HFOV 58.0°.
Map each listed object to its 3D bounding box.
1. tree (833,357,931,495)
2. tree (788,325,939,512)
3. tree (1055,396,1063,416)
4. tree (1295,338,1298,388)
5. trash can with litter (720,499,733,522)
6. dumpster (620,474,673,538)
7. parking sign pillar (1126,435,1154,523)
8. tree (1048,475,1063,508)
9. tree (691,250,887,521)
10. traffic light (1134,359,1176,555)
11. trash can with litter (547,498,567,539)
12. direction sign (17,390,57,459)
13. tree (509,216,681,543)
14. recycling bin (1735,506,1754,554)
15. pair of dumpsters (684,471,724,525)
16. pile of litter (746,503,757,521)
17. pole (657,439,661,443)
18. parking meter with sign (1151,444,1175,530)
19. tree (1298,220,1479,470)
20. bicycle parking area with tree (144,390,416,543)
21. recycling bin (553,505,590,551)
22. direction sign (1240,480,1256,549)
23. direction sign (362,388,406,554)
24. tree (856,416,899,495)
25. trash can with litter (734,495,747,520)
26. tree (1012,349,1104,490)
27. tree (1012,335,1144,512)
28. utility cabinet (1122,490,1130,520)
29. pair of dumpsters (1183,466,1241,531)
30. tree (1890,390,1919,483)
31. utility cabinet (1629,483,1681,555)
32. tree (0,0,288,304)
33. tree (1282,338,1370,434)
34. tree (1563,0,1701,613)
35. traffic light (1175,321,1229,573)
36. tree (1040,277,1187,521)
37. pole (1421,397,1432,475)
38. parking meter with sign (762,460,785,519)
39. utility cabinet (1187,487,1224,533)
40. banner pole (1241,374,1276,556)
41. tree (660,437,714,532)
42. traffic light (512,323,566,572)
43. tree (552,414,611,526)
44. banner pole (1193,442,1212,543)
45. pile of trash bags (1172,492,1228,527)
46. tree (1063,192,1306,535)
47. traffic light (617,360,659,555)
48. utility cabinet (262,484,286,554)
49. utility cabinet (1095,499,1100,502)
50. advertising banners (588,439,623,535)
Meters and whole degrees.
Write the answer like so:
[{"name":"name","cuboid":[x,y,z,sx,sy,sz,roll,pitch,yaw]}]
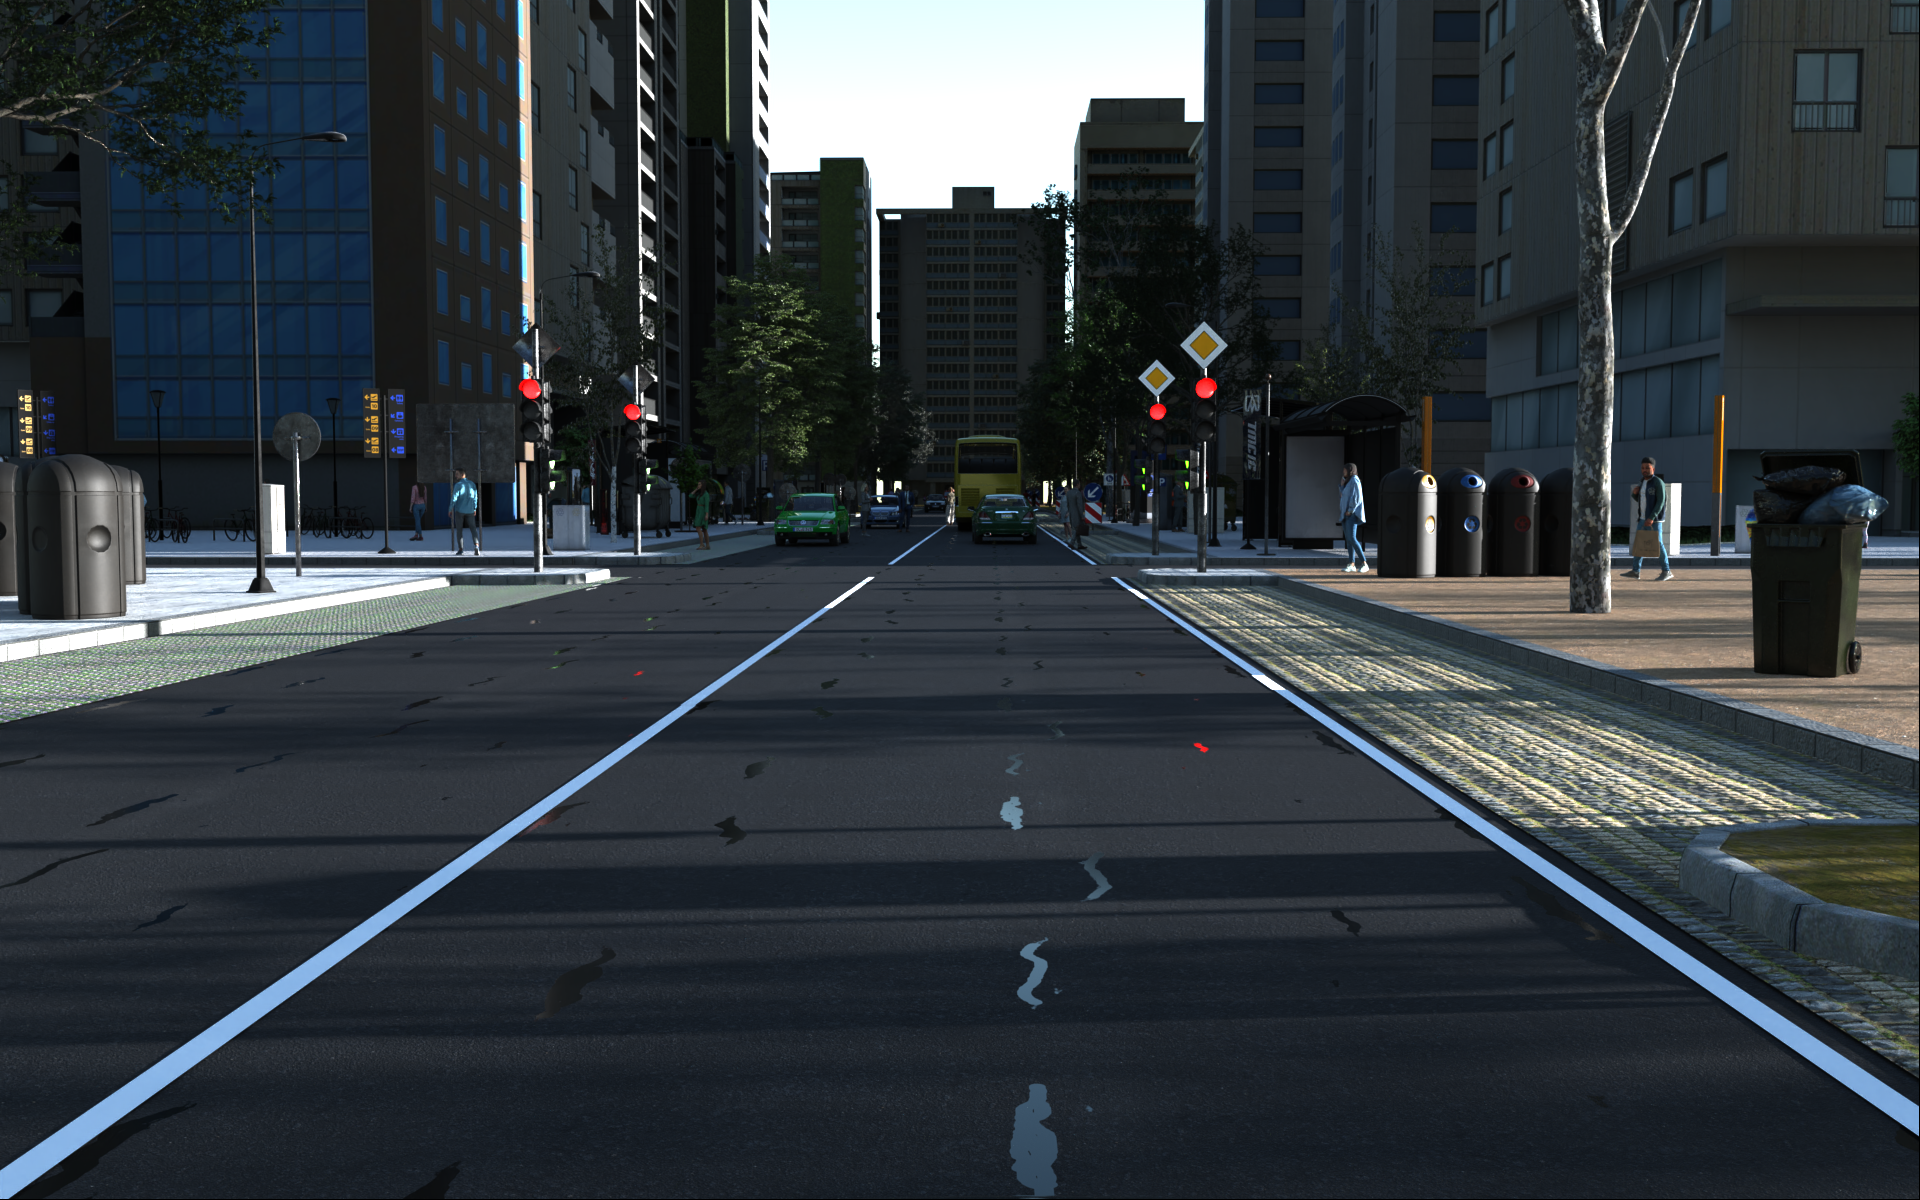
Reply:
[{"name":"tree","cuboid":[-7.766,-15.434,159.006,9.857,13.997,8.962,0,3,0]},{"name":"tree","cuboid":[-7.500,-13.036,123.505,12.009,13.543,11.850,0,3,0]},{"name":"tree","cuboid":[7.441,-8.265,69.553,7.601,10.594,8.767,-1,4,-9]},{"name":"tree","cuboid":[15.497,-7.332,70.239,4.360,8.622,3.978,0,3,0]},{"name":"trash can with litter","cuboid":[-10.775,-4.187,79.840,0.624,1.170,1.055,-1,4,-11]},{"name":"dumpster","cuboid":[-9.228,-2.762,50.923,1.264,1.857,1.865,0,4,1]},{"name":"parking sign pillar","cuboid":[8.069,-5.387,76.557,1.447,3.967,1.447,-2,4,-29]},{"name":"tree","cuboid":[9.301,-10.296,162.935,1.663,3.219,1.824,0,3,0]},{"name":"tree","cuboid":[-8.506,-9.963,81.022,7.486,12.596,7.792,0,3,0]},{"name":"traffic light","cuboid":[4.078,-2.892,36.213,0.839,4.253,0.868,0,4,1]},{"name":"trash can with litter","cuboid":[-11.719,-2.376,50.238,0.624,1.170,1.055,0,4,7]},{"name":"direction sign","cuboid":[-20.191,-2.811,37.954,0.379,3.537,0.876,2,4,27]},{"name":"tree","cuboid":[-9.372,-5.834,45.747,4.360,8.622,3.978,0,3,0]},{"name":"recycling bin","cuboid":[17.229,-1.530,37.565,0.722,1.027,0.722,2,4,27]},{"name":"pair of dumpsters","cuboid":[-10.903,-4.266,72.245,1.574,2.255,4.437,0,4,1]},{"name":"pile of litter","cuboid":[-9.730,-4.259,83.600,1.176,0.858,1.719,0,4,-8]},{"name":"pole","cuboid":[-11.081,-4.285,63.902,0.158,3.312,0.155,0,3,0]},{"name":"parking meter with sign","cuboid":[7.282,-3.995,61.582,0.543,3.016,1.738,1,4,21]},{"name":"tree","cuboid":[11.842,-5.840,45.840,4.360,8.622,3.978,0,3,0]},{"name":"bicycle parking area with tree","cuboid":[-20.515,-3.853,49.992,8.231,4.147,9.016,-2,4,-35]},{"name":"recycling bin","cuboid":[-8.894,-1.657,39.651,0.722,1.027,0.722,0,4,-1]},{"name":"direction sign","cuboid":[6.706,-2.947,40.178,0.379,3.537,0.876,0,4,3]},{"name":"direction sign","cuboid":[-12.380,-2.771,37.305,0.876,3.537,0.379,-2,4,-33]},{"name":"tree","cuboid":[-7.604,-12.196,149.762,4.360,8.622,3.978,0,3,0]},{"name":"trash can with litter","cuboid":[-10.576,-4.584,86.011,2.233,1.210,1.678,0,4,-4]},{"name":"tree","cuboid":[9.124,-14.621,145.703,9.857,13.997,8.962,0,3,0]},{"name":"tree","cuboid":[8.646,-12.699,124.642,9.611,12.733,9.660,0,3,0]},{"name":"utility cabinet","cuboid":[7.897,-4.612,84.084,0.318,1.500,1.173,-1,4,-17]},{"name":"pair of dumpsters","cuboid":[8.950,-3.621,61.694,1.574,2.255,4.437,0,4,1]},{"name":"tree","cuboid":[26.221,-3.792,45.714,4.285,4.588,4.351,0,3,0]},{"name":"utility cabinet","cuboid":[14.419,-1.668,35.945,1.173,1.500,0.318,-2,4,-28]},{"name":"tree","cuboid":[-9.110,-4.916,14.791,8.767,10.594,7.601,1,4,16]},{"name":"tree","cuboid":[17.450,-8.079,82.452,4.737,8.622,4.395,0,3,0]},{"name":"tree","cuboid":[6.457,-9.839,16.750,12.611,20.169,13.585,0,3,0]},{"name":"traffic light","cuboid":[3.938,-2.404,28.229,0.839,4.253,0.868,0,4,1]},{"name":"tree","cuboid":[7.635,-9.558,82.031,9.928,11.665,9.643,0,3,0]},{"name":"pole","cuboid":[9.770,-2.598,36.319,0.158,3.312,0.155,0,3,0]},{"name":"parking meter with sign","cuboid":[-9.436,-5.715,89.693,0.543,3.016,1.738,3,4,37]},{"name":"utility cabinet","cuboid":[8.007,-2.924,56.488,1.173,1.500,0.318,0,4,-1]},{"name":"banner pole","cuboid":[6.251,-2.832,36.326,0.401,3.779,0.863,-3,5,-44]},{"name":"tree","cuboid":[-9.057,-3.895,58.287,1.663,3.219,1.824,0,3,0]},{"name":"traffic light","cuboid":[-6.922,-2.415,28.403,0.839,4.253,0.868,0,4,1]},{"name":"tree","cuboid":[-15.149,-5.341,71.038,4.285,4.588,4.351,0,3,0]},{"name":"banner pole","cuboid":[6.427,-3.402,45.636,0.401,3.779,0.863,-3,4,-37]},{"name":"pile of trash bags","cuboid":[8.962,-3.515,67.223,1.912,1.369,3.447,2,4,34]},{"name":"tree","cuboid":[7.169,-7.330,54.259,7.601,10.594,8.767,0,4,3]},{"name":"traffic light","cuboid":[-6.782,-2.903,36.387,0.839,4.253,0.868,0,4,1]},{"name":"utility cabinet","cuboid":[-14.799,-1.748,37.253,0.318,1.500,1.173,-1,4,-9]},{"name":"utility cabinet","cuboid":[7.459,-5.239,94.331,0.318,1.500,1.173,0,4,6]},{"name":"advertising banners","cuboid":[-11.201,-3.571,54.568,0.090,3.025,2.074,-3,5,-40]}]
